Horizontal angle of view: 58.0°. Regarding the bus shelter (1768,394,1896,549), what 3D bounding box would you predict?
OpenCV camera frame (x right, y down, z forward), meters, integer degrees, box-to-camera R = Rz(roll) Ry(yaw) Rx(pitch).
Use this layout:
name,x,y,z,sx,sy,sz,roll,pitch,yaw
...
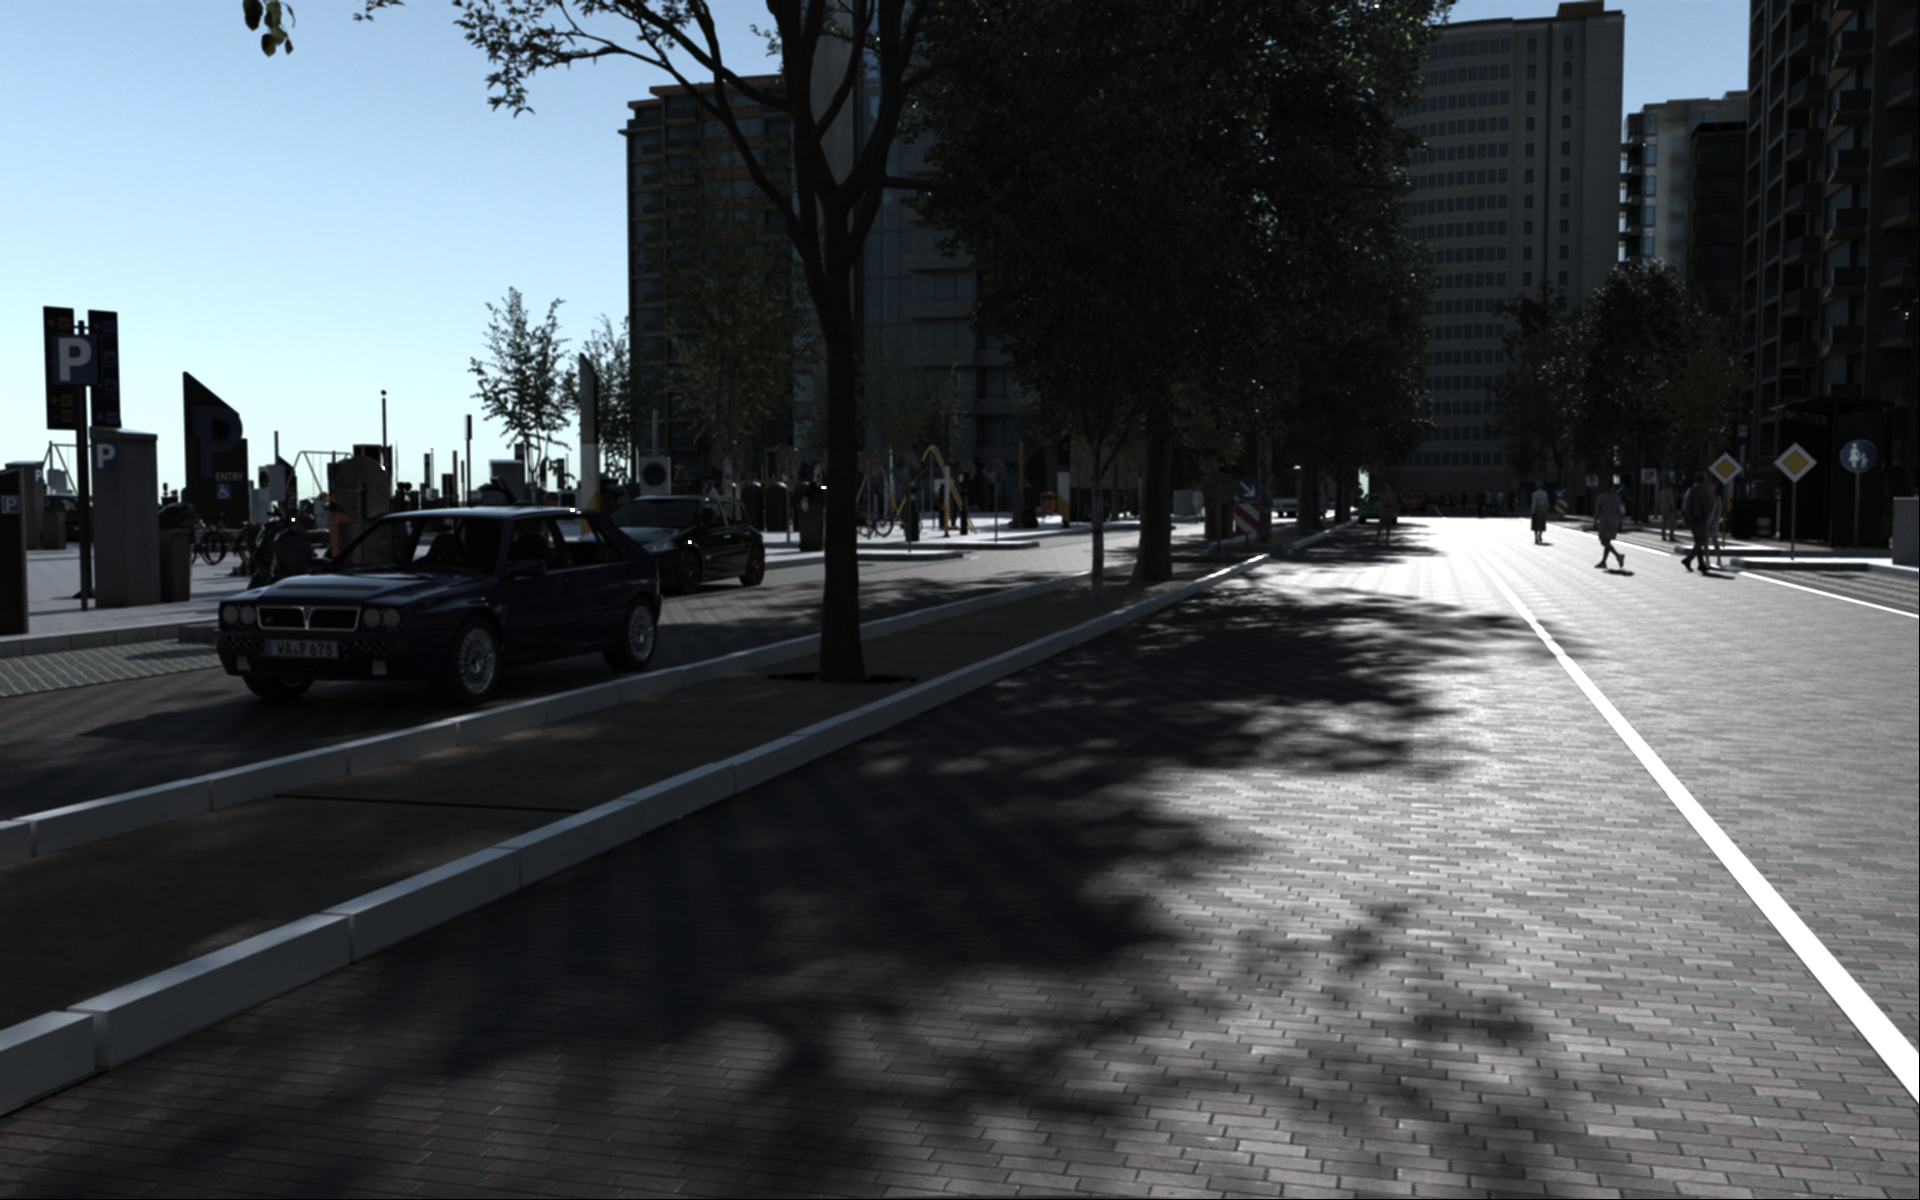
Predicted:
name,x,y,z,sx,sy,sz,roll,pitch,yaw
bus shelter,21.860,-3.204,43.676,1.731,3.624,6.357,1,4,15

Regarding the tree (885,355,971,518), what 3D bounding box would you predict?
name,x,y,z,sx,sy,sz,roll,pitch,yaw
tree,-1.265,-8.598,90.934,4.360,8.622,3.978,0,3,0

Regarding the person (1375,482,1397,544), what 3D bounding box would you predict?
name,x,y,z,sx,sy,sz,roll,pitch,yaw
person,12.126,-2.475,49.301,0.599,1.781,0.374,1,4,13

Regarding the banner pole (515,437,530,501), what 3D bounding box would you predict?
name,x,y,z,sx,sy,sz,roll,pitch,yaw
banner pole,-19.000,-5.225,75.440,0.863,3.779,0.401,0,4,7

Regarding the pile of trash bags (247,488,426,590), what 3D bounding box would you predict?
name,x,y,z,sx,sy,sz,roll,pitch,yaw
pile of trash bags,-8.110,-0.774,22.415,1.912,1.369,3.447,-2,4,-27

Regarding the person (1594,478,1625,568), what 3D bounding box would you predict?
name,x,y,z,sx,sy,sz,roll,pitch,yaw
person,12.521,-1.472,33.321,0.466,1.731,0.760,-2,4,-30

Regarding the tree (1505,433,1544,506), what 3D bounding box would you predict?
name,x,y,z,sx,sy,sz,roll,pitch,yaw
tree,58.872,-14.077,180.527,4.360,8.622,3.978,0,3,0

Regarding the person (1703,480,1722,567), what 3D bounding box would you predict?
name,x,y,z,sx,sy,sz,roll,pitch,yaw
person,14.902,-1.524,34.417,0.512,1.701,0.522,2,4,31

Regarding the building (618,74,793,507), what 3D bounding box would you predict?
name,x,y,z,sx,sy,sz,roll,pitch,yaw
building,-19.713,-32.380,184.044,28.867,44.769,22.147,1,4,15

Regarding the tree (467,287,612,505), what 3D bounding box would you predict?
name,x,y,z,sx,sy,sz,roll,pitch,yaw
tree,-15.132,-6.771,61.075,4.737,8.622,4.395,0,3,0

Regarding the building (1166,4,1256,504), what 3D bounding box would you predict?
name,x,y,z,sx,sy,sz,roll,pitch,yaw
building,26.568,-48.026,223.480,20.611,71.187,20.563,1,4,15

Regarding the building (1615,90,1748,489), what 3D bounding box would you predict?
name,x,y,z,sx,sy,sz,roll,pitch,yaw
building,94.069,-35.991,208.064,30.456,49.044,23.786,1,4,15

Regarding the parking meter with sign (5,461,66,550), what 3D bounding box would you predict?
name,x,y,z,sx,sy,sz,roll,pitch,yaw
parking meter with sign,-21.521,-2.666,39.853,1.738,3.016,0.543,0,4,4

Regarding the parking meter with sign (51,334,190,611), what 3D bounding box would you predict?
name,x,y,z,sx,sy,sz,roll,pitch,yaw
parking meter with sign,-9.523,-1.440,19.807,0.543,3.016,1.738,1,4,9

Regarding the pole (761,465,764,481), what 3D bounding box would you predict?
name,x,y,z,sx,sy,sz,roll,pitch,yaw
pole,-14.033,-7.918,123.298,0.158,3.312,0.155,0,3,0

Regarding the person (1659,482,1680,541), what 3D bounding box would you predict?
name,x,y,z,sx,sy,sz,roll,pitch,yaw
person,21.571,-2.702,52.778,0.391,1.810,0.635,-2,4,-26

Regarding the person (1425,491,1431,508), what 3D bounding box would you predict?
name,x,y,z,sx,sy,sz,roll,pitch,yaw
person,49.171,-10.623,182.908,1.217,1.743,0.721,0,4,6

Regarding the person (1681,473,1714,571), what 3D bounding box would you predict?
name,x,y,z,sx,sy,sz,roll,pitch,yaw
person,13.785,-1.450,32.313,0.850,1.850,0.679,-2,4,-26

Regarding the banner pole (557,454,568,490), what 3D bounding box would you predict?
name,x,y,z,sx,sy,sz,roll,pitch,yaw
banner pole,-24.554,-7.174,107.306,0.863,3.779,0.401,-1,4,-14

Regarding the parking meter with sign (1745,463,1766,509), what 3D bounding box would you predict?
name,x,y,z,sx,sy,sz,roll,pitch,yaw
parking meter with sign,44.477,-6.129,96.473,1.738,3.016,0.543,-1,4,-15

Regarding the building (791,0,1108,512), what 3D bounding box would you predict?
name,x,y,z,sx,sy,sz,roll,pitch,yaw
building,0.233,-31.784,139.284,23.786,49.044,30.456,1,4,15

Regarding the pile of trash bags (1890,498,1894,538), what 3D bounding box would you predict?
name,x,y,z,sx,sy,sz,roll,pitch,yaw
pile of trash bags,26.774,-2.570,51.769,3.447,1.369,1.912,3,4,38

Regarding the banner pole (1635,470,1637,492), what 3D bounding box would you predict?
name,x,y,z,sx,sy,sz,roll,pitch,yaw
banner pole,37.436,-6.451,95.498,0.863,3.779,0.401,-2,4,-33

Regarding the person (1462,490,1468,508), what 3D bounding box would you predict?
name,x,y,z,sx,sy,sz,roll,pitch,yaw
person,50.806,-10.145,174.387,0.705,1.821,1.348,3,4,36

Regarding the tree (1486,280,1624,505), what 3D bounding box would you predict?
name,x,y,z,sx,sy,sz,roll,pitch,yaw
tree,51.882,-18.041,150.866,12.611,20.169,13.585,0,3,0

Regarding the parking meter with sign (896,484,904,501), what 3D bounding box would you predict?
name,x,y,z,sx,sy,sz,roll,pitch,yaw
parking meter with sign,-4.078,-7.846,124.547,1.738,3.016,0.543,-3,5,-43

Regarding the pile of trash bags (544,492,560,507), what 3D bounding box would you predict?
name,x,y,z,sx,sy,sz,roll,pitch,yaw
pile of trash bags,-18.512,-4.538,83.949,3.447,1.369,1.912,2,4,27

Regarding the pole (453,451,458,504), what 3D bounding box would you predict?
name,x,y,z,sx,sy,sz,roll,pitch,yaw
pole,-23.710,-5.354,81.375,0.158,3.312,0.155,0,3,0

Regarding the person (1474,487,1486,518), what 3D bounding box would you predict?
name,x,y,z,sx,sy,sz,roll,pitch,yaw
person,31.258,-5.854,103.992,0.659,1.850,0.755,2,4,27

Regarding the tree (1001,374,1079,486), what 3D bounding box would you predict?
name,x,y,z,sx,sy,sz,roll,pitch,yaw
tree,4.309,-9.434,104.609,4.360,8.622,3.978,0,3,0

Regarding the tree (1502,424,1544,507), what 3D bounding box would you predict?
name,x,y,z,sx,sy,sz,roll,pitch,yaw
tree,56.231,-13.610,172.879,4.737,8.622,4.395,0,3,0

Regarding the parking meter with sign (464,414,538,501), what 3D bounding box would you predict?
name,x,y,z,sx,sy,sz,roll,pitch,yaw
parking meter with sign,-10.042,-2.579,38.422,1.738,3.016,0.543,-1,4,-23

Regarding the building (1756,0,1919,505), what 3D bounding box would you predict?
name,x,y,z,sx,sy,sz,roll,pitch,yaw
building,57.599,-26.814,93.037,22.147,44.769,28.867,1,4,15

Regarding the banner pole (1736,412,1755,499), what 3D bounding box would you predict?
name,x,y,z,sx,sy,sz,roll,pitch,yaw
banner pole,23.882,-3.832,52.663,0.863,3.779,0.401,-2,4,-26

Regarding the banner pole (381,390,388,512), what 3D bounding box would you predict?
name,x,y,z,sx,sy,sz,roll,pitch,yaw
banner pole,-13.908,-3.176,41.941,0.401,3.779,0.863,-1,4,-16

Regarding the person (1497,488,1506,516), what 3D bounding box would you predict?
name,x,y,z,sx,sy,sz,roll,pitch,yaw
person,34.966,-6.319,112.039,0.641,1.798,0.478,-3,5,-39

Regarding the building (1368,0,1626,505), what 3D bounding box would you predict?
name,x,y,z,sx,sy,sz,roll,pitch,yaw
building,65.307,-41.086,213.757,28.212,58.520,21.231,1,4,15

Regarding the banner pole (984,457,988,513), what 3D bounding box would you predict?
name,x,y,z,sx,sy,sz,roll,pitch,yaw
banner pole,1.735,-7.693,115.796,0.401,3.779,0.863,1,4,21

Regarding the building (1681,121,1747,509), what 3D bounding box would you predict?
name,x,y,z,sx,sy,sz,roll,pitch,yaw
building,64.164,-22.288,136.117,14.160,30.474,14.107,1,4,15

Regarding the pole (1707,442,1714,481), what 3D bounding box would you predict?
name,x,y,z,sx,sy,sz,roll,pitch,yaw
pole,29.361,-4.524,67.808,0.158,3.312,0.155,0,3,0

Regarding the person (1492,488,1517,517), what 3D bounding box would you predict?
name,x,y,z,sx,sy,sz,roll,pitch,yaw
person,34.535,-6.182,109.796,1.509,1.804,0.699,1,4,22

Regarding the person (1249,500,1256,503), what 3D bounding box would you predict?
name,x,y,z,sx,sy,sz,roll,pitch,yaw
person,15.039,-4.929,89.435,0.694,1.780,0.624,-1,4,-16

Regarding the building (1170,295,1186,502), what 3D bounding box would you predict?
name,x,y,z,sx,sy,sz,roll,pitch,yaw
building,15.987,-24.941,179.485,14.107,30.474,14.160,1,4,15

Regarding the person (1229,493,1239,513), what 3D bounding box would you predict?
name,x,y,z,sx,sy,sz,roll,pitch,yaw
person,13.487,-4.665,84.876,0.850,1.850,0.679,2,4,35

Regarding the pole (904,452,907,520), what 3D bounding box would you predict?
name,x,y,z,sx,sy,sz,roll,pitch,yaw
pole,-2.679,-5.553,84.630,0.158,3.312,0.155,0,3,0

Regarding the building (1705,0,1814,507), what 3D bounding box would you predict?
name,x,y,z,sx,sy,sz,roll,pitch,yaw
building,63.853,-41.515,117.023,20.563,71.187,20.611,1,4,15

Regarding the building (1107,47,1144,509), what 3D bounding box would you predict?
name,x,y,z,sx,sy,sz,roll,pitch,yaw
building,10.082,-31.176,159.840,14.600,45.320,14.200,1,4,15

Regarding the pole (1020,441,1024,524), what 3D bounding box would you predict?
name,x,y,z,sx,sy,sz,roll,pitch,yaw
pole,2.398,-4.476,67.028,0.158,3.312,0.155,0,3,0

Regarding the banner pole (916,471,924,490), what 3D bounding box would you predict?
name,x,y,z,sx,sy,sz,roll,pitch,yaw
banner pole,-2.875,-8.045,121.558,0.863,3.779,0.401,-2,4,-28

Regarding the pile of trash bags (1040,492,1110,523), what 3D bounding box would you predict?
name,x,y,z,sx,sy,sz,roll,pitch,yaw
pile of trash bags,5.089,-4.234,78.973,3.447,1.369,1.912,3,4,37

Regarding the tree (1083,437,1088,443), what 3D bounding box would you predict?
name,x,y,z,sx,sy,sz,roll,pitch,yaw
tree,6.871,-10.037,114.462,4.360,8.622,3.978,0,3,0

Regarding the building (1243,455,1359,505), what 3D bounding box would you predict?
name,x,y,z,sx,sy,sz,roll,pitch,yaw
building,43.174,-27.310,218.226,14.107,30.474,14.160,1,4,15

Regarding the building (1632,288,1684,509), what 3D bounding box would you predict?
name,x,y,z,sx,sy,sz,roll,pitch,yaw
building,77.110,-19.019,155.992,27.650,21.520,28.899,1,4,15

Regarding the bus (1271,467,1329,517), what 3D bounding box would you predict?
name,x,y,z,sx,sy,sz,roll,pitch,yaw
bus,22.037,-7.146,111.697,2.948,3.499,13.247,1,4,16

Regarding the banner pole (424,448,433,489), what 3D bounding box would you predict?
name,x,y,z,sx,sy,sz,roll,pitch,yaw
banner pole,-28.899,-6.384,94.390,0.401,3.779,0.863,2,4,24

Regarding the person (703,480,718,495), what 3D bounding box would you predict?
name,x,y,z,sx,sy,sz,roll,pitch,yaw
person,-6.312,-2.169,44.221,0.793,1.790,0.793,1,4,19

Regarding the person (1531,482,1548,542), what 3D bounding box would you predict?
name,x,y,z,sx,sy,sz,roll,pitch,yaw
person,17.104,-2.593,51.118,0.478,1.798,0.641,1,4,21

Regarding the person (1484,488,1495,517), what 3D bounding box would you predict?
name,x,y,z,sx,sy,sz,roll,pitch,yaw
person,32.816,-6.060,107.422,0.661,1.843,0.795,2,4,30

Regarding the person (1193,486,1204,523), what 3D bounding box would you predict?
name,x,y,z,sx,sy,sz,roll,pitch,yaw
person,11.692,-4.677,84.846,0.514,1.842,0.818,0,4,-8
